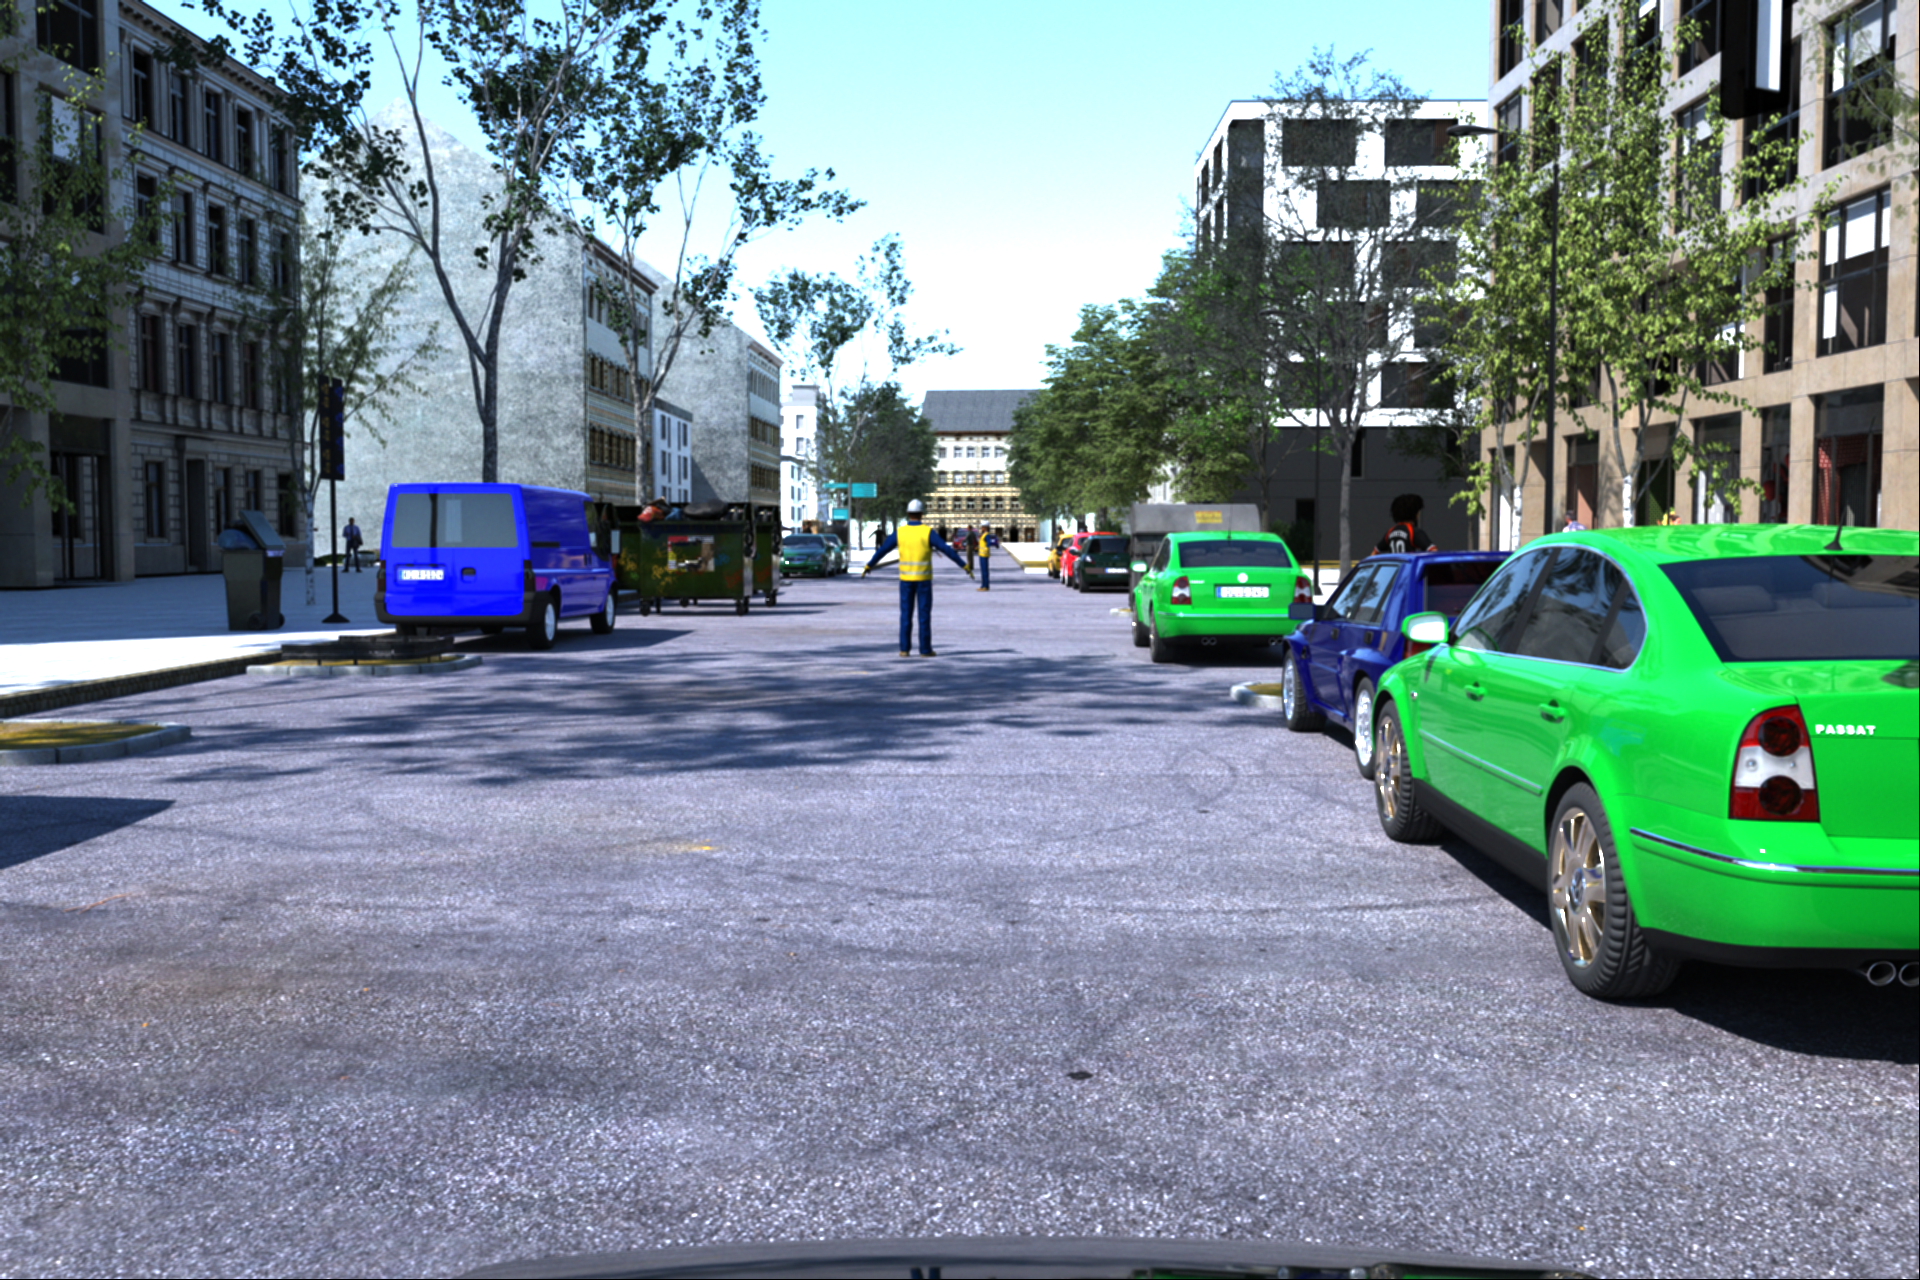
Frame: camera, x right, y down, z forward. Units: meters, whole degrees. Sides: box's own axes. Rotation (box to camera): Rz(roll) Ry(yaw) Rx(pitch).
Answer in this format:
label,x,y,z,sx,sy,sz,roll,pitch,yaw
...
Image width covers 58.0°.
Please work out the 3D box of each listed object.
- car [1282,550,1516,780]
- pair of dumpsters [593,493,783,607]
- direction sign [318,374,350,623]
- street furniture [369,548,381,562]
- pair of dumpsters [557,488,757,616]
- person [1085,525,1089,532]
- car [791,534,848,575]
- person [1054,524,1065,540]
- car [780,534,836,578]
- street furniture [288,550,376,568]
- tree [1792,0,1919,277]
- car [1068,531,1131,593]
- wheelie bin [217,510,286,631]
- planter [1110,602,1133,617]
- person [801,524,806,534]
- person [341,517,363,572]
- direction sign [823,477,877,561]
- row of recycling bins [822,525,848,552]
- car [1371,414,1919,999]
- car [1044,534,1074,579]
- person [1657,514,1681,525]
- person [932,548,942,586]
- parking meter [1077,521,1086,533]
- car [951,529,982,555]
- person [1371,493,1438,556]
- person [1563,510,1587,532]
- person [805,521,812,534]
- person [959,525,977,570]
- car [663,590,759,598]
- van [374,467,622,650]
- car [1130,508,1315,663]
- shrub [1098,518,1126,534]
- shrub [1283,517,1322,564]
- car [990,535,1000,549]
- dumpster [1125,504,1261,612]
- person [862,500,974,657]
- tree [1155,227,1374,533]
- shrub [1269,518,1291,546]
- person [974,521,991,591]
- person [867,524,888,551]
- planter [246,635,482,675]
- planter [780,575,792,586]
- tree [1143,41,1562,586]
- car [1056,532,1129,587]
label,x,y,z,sx,sy,sz,roll,pitch,yaw
car,3.226,0.071,11.415,1.945,1.354,3.894,0,4,1
pair of dumpsters,-5.762,-1.791,34.232,4.436,2.255,1.574,0,4,1
direction sign,-9.054,-2.019,25.015,0.379,3.537,0.876,0,4,0
street furniture,-24.877,-4.611,82.241,11.010,1.723,9.812,0,4,-3
pair of dumpsters,-5.869,-1.568,30.595,4.436,2.255,1.574,0,4,1
person,7.494,-5.950,103.465,0.705,1.806,1.347,0,4,3
car,-5.070,-3.112,62.680,2.131,1.459,4.920,0,4,1
person,5.772,-5.786,100.368,0.705,1.858,1.354,-1,4,-17
car,-5.163,-2.791,57.436,2.131,1.459,4.920,0,4,1
street furniture,-26.675,-3.361,70.586,5.734,0.657,10.072,-1,4,-23
tree,9.344,-3.847,13.257,4.360,8.622,3.978,0,3,0
car,3.762,-2.066,43.573,2.009,1.686,4.222,0,4,0
wheelie bin,-9.480,-0.932,23.152,0.693,1.594,0.980,0,4,2
planter,3.671,-0.583,30.674,1.991,0.319,1.994,0,4,2
person,-8.540,-5.389,94.252,0.704,1.812,1.346,-1,4,-16
person,-20.327,-3.179,57.887,0.709,1.838,0.599,-1,4,-20
direction sign,-5.146,-5.680,81.623,2.525,3.948,1.411,0,4,2
row of recycling bins,-5.564,-4.310,77.576,1.069,1.692,3.534,0,4,2
car,2.835,0.129,6.694,1.959,1.807,4.718,0,4,1
car,3.816,-2.869,57.124,2.015,1.641,3.980,0,4,0
person,15.768,-1.928,38.371,0.742,1.727,0.445,-3,4,-39
person,-0.880,-2.206,47.792,0.599,1.433,0.991,3,5,44
parking meter,5.200,-4.185,74.136,0.399,1.863,0.255,0,3,0
car,0.531,-6.931,121.990,2.281,1.827,5.304,0,4,1
person,4.417,-0.515,17.018,0.704,1.843,1.345,-2,4,-31
person,11.150,-1.502,31.542,0.756,1.711,0.436,-1,4,-14
person,-6.019,-3.869,69.490,0.704,1.802,1.346,0,4,-1
person,0.375,-3.692,69.096,0.705,1.796,1.348,2,4,30
car,-5.724,-1.886,39.873,2.155,1.783,4.494,0,4,1
van,-5.970,-1.146,23.124,2.240,2.365,5.245,0,4,1
car,3.050,-0.722,20.600,1.959,1.807,4.718,0,4,1
shrub,6.468,-4.299,74.709,1.690,2.028,1.600,0,3,0
shrub,14.789,-4.304,74.791,1.690,2.028,1.600,0,3,0
car,2.983,-9.684,170.906,1.945,1.354,3.894,0,4,0
dumpster,3.330,-1.013,24.777,1.865,1.857,1.264,0,4,1
person,-0.511,-0.723,20.242,1.349,1.833,0.705,1,4,11
tree,10.335,-8.139,58.831,9.928,11.665,9.643,0,3,0
shrub,14.743,-4.627,80.076,1.690,2.028,1.600,0,3,0
person,0.542,-2.125,43.669,0.721,1.772,1.216,-1,4,-13
person,-4.482,-5.487,95.653,1.347,1.837,0.705,0,4,8
planter,-6.255,0.158,18.564,1.991,0.319,1.994,0,4,1
planter,-5.710,-1.649,48.094,1.991,0.319,1.994,0,4,2
tree,9.637,-8.118,43.099,12.009,13.543,11.850,0,3,0
car,3.769,-2.404,48.347,2.155,1.783,4.494,0,4,1
